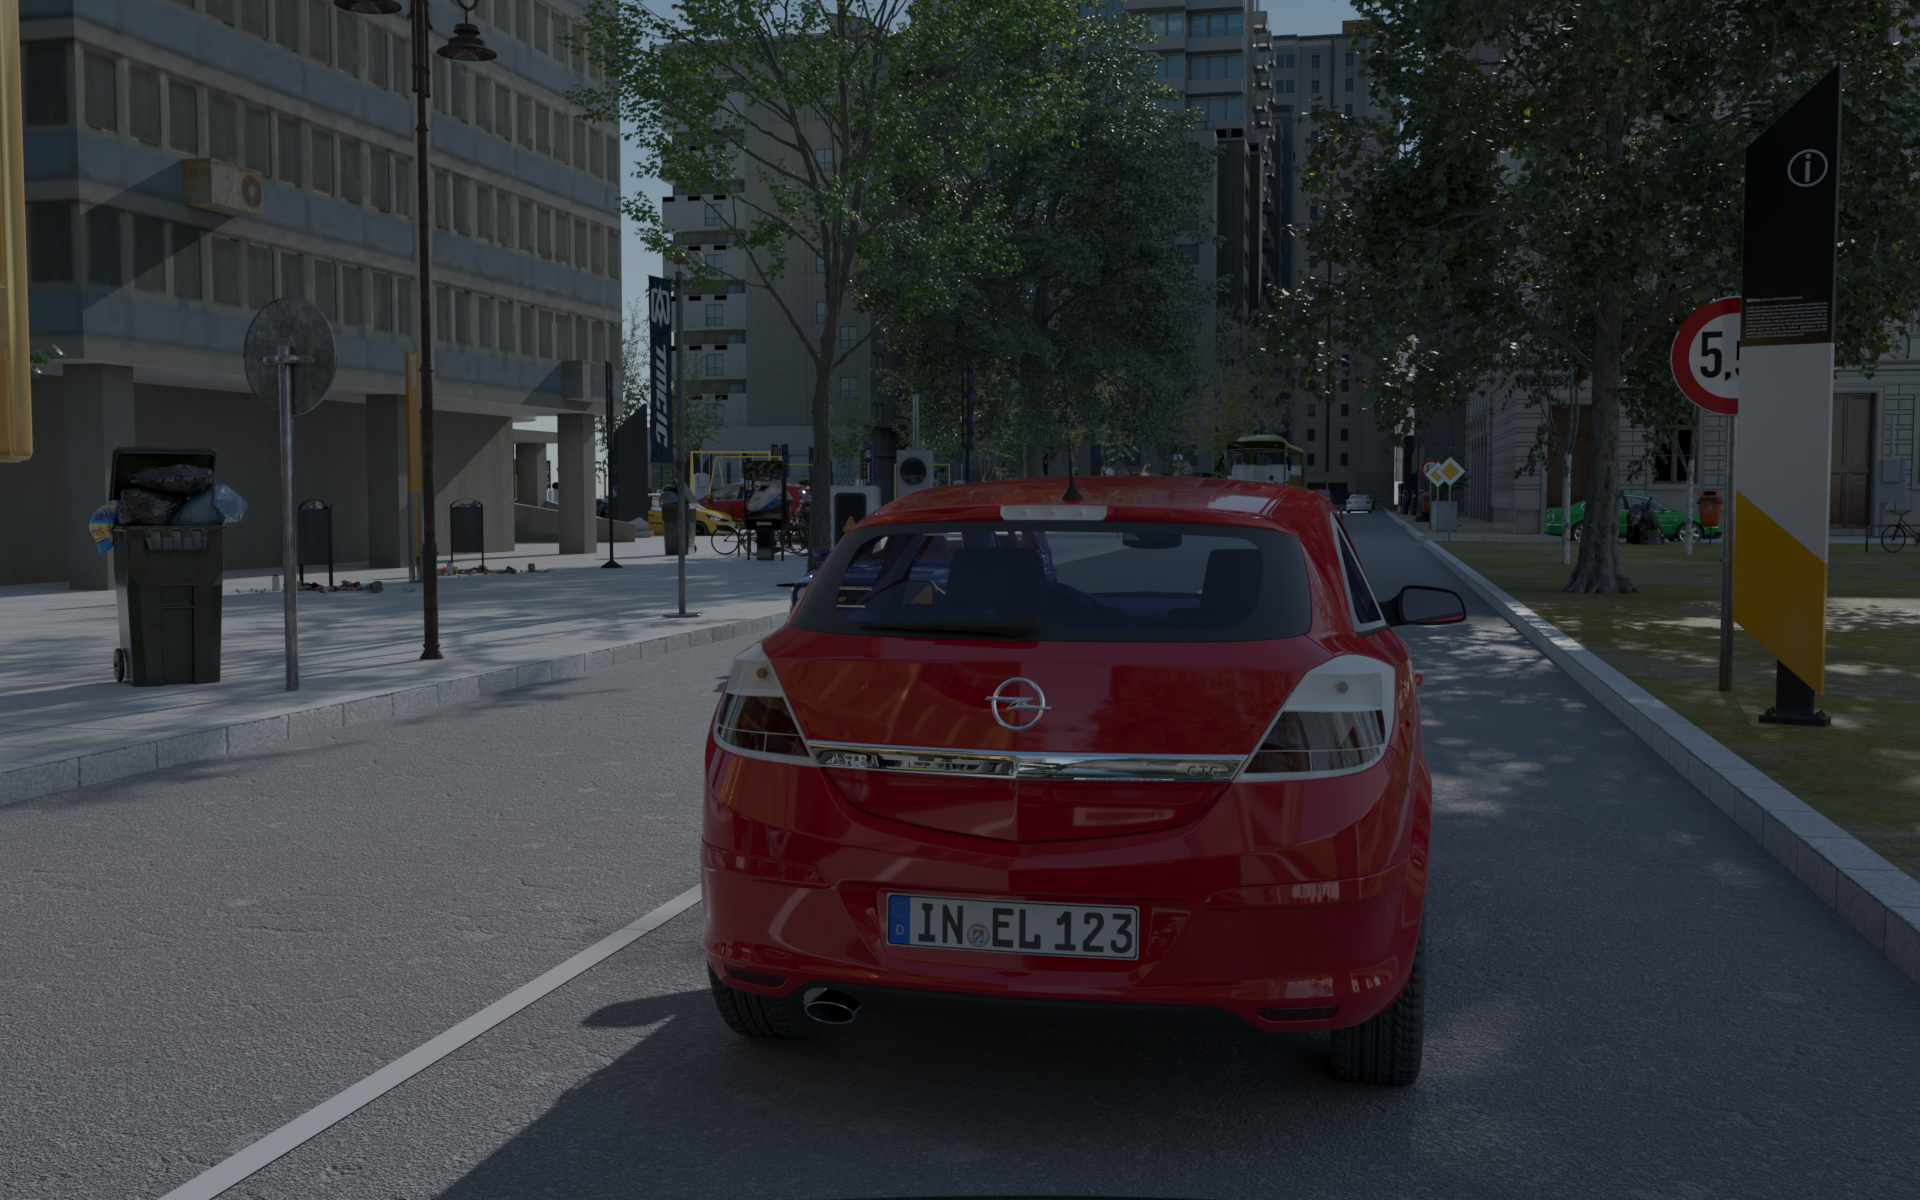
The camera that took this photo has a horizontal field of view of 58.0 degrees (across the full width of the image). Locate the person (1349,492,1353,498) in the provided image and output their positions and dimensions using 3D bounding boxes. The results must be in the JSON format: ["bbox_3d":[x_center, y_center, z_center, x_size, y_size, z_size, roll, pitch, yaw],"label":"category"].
[{"bbox_3d":[43.467,-11.160,192.430,0.415,1.643,0.593,-3,4,-37],"label":"person"}]

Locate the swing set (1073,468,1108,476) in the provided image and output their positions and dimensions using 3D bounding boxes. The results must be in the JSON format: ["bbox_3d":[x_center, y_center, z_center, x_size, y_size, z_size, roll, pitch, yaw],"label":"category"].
[{"bbox_3d":[8.227,-6.400,102.265,3.119,2.851,2.862,0,4,5],"label":"swing set"}]

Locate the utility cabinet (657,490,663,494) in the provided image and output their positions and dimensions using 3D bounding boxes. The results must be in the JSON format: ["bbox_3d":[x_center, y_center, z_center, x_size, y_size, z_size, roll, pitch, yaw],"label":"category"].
[{"bbox_3d":[-15.888,-5.240,94.351,1.173,1.500,0.318,-2,4,-27],"label":"utility cabinet"}]

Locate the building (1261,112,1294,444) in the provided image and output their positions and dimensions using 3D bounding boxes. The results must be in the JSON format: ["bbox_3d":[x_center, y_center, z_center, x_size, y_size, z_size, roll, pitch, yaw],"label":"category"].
[{"bbox_3d":[27.384,-30.461,181.623,14.154,41.232,14.086,1,4,13],"label":"building"}]

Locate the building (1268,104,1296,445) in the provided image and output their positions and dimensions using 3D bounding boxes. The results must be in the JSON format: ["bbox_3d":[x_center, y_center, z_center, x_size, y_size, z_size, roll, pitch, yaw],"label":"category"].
[{"bbox_3d":[30.505,-33.449,197.008,14.200,45.320,14.600,1,4,13],"label":"building"}]

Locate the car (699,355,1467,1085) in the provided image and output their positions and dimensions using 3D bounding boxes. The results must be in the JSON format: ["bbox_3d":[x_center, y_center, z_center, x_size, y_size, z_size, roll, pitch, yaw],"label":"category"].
[{"bbox_3d":[0.609,0.197,5.825,2.155,1.783,4.494,1,4,13],"label":"car"}]

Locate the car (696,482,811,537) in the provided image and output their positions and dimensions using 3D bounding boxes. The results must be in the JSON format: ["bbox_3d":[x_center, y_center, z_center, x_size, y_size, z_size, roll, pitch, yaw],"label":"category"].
[{"bbox_3d":[-7.065,-2.910,56.250,5.304,1.827,2.281,1,4,12],"label":"car"}]

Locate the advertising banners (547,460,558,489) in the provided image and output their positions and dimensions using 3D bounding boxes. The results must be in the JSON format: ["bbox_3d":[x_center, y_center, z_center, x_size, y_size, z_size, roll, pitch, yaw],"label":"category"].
[{"bbox_3d":[-20.731,-5.720,89.716,2.074,3.025,0.090,-3,5,-43],"label":"advertising banners"}]

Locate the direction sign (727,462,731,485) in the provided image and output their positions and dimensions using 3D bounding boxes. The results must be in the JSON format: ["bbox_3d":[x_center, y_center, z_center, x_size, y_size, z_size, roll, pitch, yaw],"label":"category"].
[{"bbox_3d":[-16.574,-8.092,124.294,0.379,3.537,0.876,1,4,11],"label":"direction sign"}]

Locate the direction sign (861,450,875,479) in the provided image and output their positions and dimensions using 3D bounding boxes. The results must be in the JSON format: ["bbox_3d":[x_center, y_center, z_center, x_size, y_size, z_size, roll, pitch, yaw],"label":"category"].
[{"bbox_3d":[-4.738,-5.950,89.287,0.876,3.537,0.379,2,4,34],"label":"direction sign"}]

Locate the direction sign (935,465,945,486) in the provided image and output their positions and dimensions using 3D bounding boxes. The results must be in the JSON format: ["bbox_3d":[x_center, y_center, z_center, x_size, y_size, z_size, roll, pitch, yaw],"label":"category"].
[{"bbox_3d":[-1.522,-8.588,132.418,0.876,3.537,0.379,-1,4,-23],"label":"direction sign"}]

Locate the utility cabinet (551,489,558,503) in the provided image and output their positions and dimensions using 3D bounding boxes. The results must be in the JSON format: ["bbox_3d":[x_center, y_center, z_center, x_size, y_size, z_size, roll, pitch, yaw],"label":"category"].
[{"bbox_3d":[-17.731,-4.125,76.124,0.318,1.500,1.173,-1,4,-18],"label":"utility cabinet"}]

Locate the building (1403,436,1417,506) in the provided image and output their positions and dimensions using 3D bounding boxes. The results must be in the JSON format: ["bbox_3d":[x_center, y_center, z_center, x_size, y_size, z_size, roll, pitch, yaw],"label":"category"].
[{"bbox_3d":[58.447,-53.044,179.933,22.319,86.520,31.000,1,4,13],"label":"building"}]

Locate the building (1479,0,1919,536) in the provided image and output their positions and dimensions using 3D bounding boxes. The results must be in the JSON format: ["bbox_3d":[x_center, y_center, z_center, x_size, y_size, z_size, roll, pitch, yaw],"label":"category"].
[{"bbox_3d":[28.353,-13.519,57.195,21.152,22.565,11.583,1,4,13],"label":"building"}]

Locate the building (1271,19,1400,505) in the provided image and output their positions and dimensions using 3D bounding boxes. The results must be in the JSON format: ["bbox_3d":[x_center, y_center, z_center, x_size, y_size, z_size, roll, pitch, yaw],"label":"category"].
[{"bbox_3d":[41.276,-41.533,221.071,28.212,58.520,21.231,1,4,13],"label":"building"}]

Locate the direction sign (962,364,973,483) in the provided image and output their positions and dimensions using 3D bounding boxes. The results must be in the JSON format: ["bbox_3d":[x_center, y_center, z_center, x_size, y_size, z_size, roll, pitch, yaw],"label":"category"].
[{"bbox_3d":[0.132,-2.359,30.574,0.379,3.537,0.876,1,4,12],"label":"direction sign"}]

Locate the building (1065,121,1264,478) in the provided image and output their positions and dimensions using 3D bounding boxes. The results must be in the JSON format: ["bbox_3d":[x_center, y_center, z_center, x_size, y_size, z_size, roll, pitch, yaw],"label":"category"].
[{"bbox_3d":[16.529,-22.399,137.920,14.160,30.474,14.107,1,4,13],"label":"building"}]

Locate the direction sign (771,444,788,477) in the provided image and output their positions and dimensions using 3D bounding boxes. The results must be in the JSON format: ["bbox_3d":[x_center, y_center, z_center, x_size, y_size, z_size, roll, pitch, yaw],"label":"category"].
[{"bbox_3d":[-8.207,-5.315,78.902,0.876,3.537,0.379,1,4,23],"label":"direction sign"}]

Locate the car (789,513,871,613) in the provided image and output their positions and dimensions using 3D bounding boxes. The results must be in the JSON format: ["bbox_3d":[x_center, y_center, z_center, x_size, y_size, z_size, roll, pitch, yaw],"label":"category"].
[{"bbox_3d":[-0.225,-0.171,15.378,1.945,1.354,3.894,1,4,13],"label":"car"}]

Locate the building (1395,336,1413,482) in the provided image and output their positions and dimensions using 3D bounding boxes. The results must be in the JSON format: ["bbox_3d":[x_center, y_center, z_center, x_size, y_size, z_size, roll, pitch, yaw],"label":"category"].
[{"bbox_3d":[61.237,-32.446,214.089,14.086,41.232,14.154,1,4,13],"label":"building"}]

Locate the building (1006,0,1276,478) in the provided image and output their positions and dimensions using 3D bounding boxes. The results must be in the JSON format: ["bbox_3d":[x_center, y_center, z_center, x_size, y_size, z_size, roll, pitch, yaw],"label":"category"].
[{"bbox_3d":[17.514,-33.104,160.859,23.786,49.044,30.456,1,4,13],"label":"building"}]

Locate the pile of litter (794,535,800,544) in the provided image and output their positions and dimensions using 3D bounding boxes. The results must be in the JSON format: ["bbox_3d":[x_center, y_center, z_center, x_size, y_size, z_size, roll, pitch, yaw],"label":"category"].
[{"bbox_3d":[-3.911,-1.893,44.916,1.176,0.858,1.719,1,4,16],"label":"pile of litter"}]

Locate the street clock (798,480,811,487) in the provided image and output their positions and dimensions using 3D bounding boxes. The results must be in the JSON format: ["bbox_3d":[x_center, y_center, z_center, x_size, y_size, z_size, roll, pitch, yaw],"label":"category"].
[{"bbox_3d":[-7.908,-5.059,87.284,0.471,2.002,0.358,1,4,11],"label":"street clock"}]

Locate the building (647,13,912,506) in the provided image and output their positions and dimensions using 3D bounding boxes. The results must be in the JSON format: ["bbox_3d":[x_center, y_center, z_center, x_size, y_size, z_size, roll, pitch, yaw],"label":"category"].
[{"bbox_3d":[-19.149,-37.392,200.603,27.495,52.752,28.713,1,4,13],"label":"building"}]

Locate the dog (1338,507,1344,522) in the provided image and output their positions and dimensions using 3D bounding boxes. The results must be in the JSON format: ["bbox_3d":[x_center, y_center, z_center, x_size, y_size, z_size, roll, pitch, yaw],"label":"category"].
[{"bbox_3d":[17.969,-3.949,81.409,0.513,0.831,0.800,3,5,42],"label":"dog"}]

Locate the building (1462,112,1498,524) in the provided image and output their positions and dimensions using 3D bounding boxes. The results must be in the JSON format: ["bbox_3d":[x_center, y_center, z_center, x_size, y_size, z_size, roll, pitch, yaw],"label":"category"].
[{"bbox_3d":[31.415,-14.818,84.073,13.314,21.916,24.055,1,4,13],"label":"building"}]

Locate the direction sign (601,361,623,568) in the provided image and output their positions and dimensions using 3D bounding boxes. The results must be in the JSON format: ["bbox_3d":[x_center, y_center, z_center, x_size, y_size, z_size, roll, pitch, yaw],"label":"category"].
[{"bbox_3d":[-6.040,-2.320,29.929,0.379,3.537,0.876,0,4,-5],"label":"direction sign"}]

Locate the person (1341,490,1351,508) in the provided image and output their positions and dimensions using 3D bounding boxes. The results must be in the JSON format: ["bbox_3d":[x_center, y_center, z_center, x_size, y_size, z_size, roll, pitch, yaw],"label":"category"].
[{"bbox_3d":[40.299,-10.503,180.203,1.348,1.826,0.705,-1,4,-15],"label":"person"}]

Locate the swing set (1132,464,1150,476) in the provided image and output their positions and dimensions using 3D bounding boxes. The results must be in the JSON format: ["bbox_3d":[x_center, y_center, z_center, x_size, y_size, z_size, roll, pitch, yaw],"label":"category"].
[{"bbox_3d":[9.794,-5.665,90.236,2.862,2.851,3.119,0,4,7],"label":"swing set"}]

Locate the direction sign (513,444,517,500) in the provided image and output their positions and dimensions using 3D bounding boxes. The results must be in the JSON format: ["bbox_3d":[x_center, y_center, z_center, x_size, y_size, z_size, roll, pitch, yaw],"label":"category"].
[{"bbox_3d":[-17.723,-4.699,68.829,0.379,3.537,0.876,3,5,41],"label":"direction sign"}]

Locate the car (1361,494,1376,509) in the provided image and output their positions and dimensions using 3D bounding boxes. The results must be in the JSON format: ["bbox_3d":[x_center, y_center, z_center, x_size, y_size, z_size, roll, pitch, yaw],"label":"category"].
[{"bbox_3d":[38.370,-9.300,164.064,2.014,1.417,4.499,1,4,11],"label":"car"}]

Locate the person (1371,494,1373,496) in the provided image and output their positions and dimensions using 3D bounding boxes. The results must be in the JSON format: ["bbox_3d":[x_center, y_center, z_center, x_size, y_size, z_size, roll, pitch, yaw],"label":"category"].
[{"bbox_3d":[40.783,-9.812,172.163,0.421,1.427,0.697,-2,4,-31],"label":"person"}]

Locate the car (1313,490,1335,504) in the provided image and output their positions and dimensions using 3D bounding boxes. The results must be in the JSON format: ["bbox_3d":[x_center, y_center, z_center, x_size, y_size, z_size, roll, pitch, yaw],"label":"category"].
[{"bbox_3d":[30.309,-8.368,145.495,2.281,1.827,5.304,1,4,13],"label":"car"}]

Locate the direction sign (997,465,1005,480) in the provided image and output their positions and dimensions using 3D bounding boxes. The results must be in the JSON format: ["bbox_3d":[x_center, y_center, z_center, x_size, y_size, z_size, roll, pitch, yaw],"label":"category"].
[{"bbox_3d":[3.151,-8.690,134.079,0.876,3.537,0.379,-3,4,-38],"label":"direction sign"}]

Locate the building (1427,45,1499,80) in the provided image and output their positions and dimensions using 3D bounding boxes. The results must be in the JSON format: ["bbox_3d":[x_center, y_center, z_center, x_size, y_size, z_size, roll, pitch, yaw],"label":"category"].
[{"bbox_3d":[42.710,-27.506,133.322,14.154,41.232,14.086,1,4,13],"label":"building"}]

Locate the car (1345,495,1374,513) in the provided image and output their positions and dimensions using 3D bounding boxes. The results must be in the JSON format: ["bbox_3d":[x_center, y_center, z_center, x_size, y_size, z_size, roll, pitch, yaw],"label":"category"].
[{"bbox_3d":[30.206,-7.256,130.995,2.083,1.381,4.827,1,4,14],"label":"car"}]

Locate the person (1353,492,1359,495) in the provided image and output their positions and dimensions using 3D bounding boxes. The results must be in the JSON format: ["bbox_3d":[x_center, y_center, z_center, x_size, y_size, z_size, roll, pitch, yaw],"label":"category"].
[{"bbox_3d":[40.497,-10.218,177.034,0.593,1.643,0.415,1,4,13],"label":"person"}]

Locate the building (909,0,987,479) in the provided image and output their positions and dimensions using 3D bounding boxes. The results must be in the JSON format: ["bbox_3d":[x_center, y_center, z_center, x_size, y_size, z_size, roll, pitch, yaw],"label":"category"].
[{"bbox_3d":[8.884,-40.122,197.990,28.212,58.520,21.231,1,4,13],"label":"building"}]

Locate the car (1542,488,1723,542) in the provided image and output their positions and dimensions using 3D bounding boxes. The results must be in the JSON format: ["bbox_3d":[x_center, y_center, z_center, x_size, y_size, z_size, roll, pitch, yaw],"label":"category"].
[{"bbox_3d":[18.792,-2.426,48.454,4.718,1.807,1.959,1,4,13],"label":"car"}]

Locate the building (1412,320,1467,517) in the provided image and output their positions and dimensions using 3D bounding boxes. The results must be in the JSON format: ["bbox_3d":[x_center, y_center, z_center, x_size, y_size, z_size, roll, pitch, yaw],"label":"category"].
[{"bbox_3d":[36.750,-17.840,110.745,14.314,24.678,30.058,1,4,13],"label":"building"}]

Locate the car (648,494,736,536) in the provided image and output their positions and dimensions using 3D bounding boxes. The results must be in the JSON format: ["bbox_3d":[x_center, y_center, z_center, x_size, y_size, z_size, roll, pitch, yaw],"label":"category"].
[{"bbox_3d":[-9.013,-2.702,54.400,3.980,1.641,2.015,1,4,15],"label":"car"}]

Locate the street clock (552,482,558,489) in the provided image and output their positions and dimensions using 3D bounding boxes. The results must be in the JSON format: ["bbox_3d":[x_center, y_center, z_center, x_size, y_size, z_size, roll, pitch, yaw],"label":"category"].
[{"bbox_3d":[-24.400,-6.121,104.645,0.471,2.002,0.358,-2,4,-26],"label":"street clock"}]

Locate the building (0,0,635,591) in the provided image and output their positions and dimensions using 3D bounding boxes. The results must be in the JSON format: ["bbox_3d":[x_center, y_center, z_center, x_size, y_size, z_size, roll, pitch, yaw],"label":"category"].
[{"bbox_3d":[-20.099,-20.884,33.335,23.993,40.220,32.217,1,4,13],"label":"building"}]
